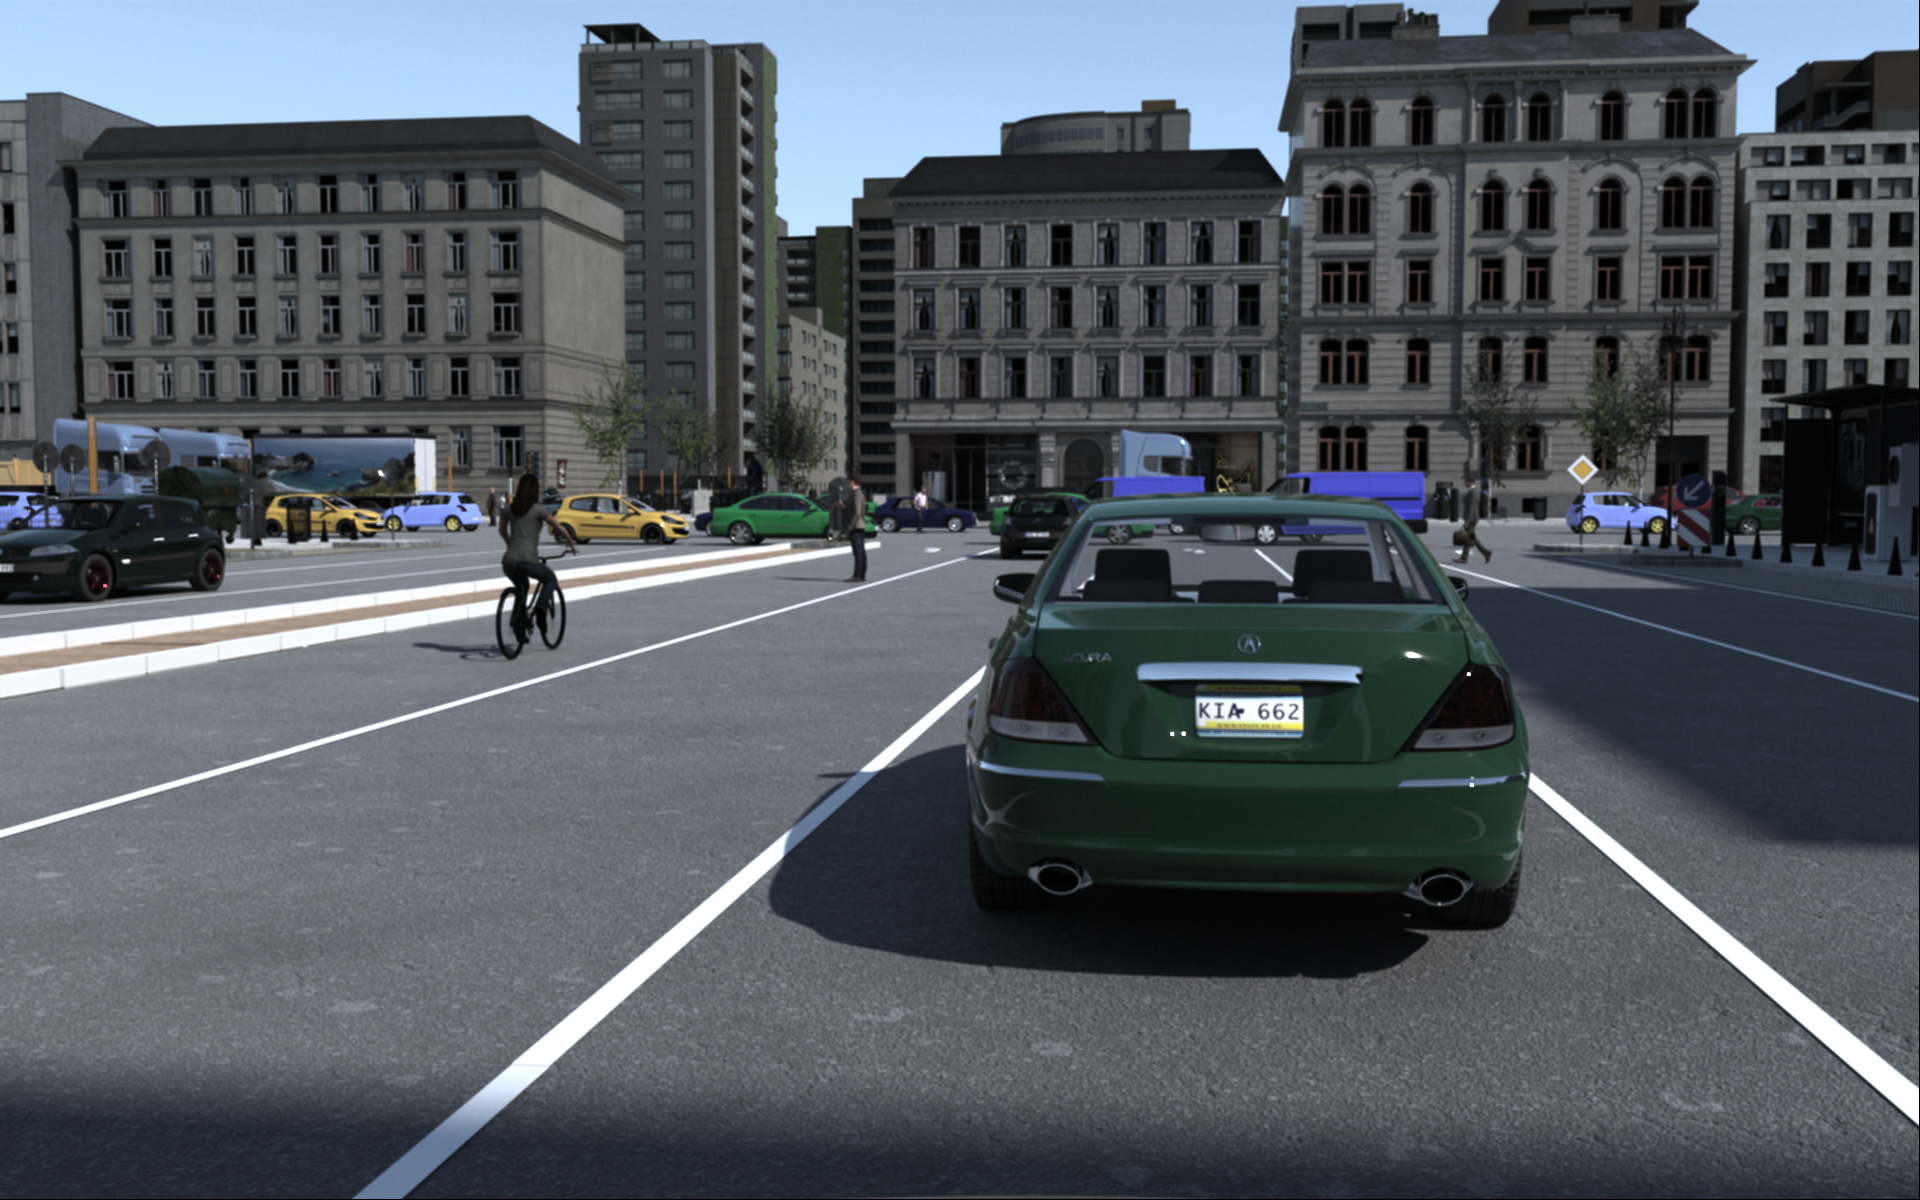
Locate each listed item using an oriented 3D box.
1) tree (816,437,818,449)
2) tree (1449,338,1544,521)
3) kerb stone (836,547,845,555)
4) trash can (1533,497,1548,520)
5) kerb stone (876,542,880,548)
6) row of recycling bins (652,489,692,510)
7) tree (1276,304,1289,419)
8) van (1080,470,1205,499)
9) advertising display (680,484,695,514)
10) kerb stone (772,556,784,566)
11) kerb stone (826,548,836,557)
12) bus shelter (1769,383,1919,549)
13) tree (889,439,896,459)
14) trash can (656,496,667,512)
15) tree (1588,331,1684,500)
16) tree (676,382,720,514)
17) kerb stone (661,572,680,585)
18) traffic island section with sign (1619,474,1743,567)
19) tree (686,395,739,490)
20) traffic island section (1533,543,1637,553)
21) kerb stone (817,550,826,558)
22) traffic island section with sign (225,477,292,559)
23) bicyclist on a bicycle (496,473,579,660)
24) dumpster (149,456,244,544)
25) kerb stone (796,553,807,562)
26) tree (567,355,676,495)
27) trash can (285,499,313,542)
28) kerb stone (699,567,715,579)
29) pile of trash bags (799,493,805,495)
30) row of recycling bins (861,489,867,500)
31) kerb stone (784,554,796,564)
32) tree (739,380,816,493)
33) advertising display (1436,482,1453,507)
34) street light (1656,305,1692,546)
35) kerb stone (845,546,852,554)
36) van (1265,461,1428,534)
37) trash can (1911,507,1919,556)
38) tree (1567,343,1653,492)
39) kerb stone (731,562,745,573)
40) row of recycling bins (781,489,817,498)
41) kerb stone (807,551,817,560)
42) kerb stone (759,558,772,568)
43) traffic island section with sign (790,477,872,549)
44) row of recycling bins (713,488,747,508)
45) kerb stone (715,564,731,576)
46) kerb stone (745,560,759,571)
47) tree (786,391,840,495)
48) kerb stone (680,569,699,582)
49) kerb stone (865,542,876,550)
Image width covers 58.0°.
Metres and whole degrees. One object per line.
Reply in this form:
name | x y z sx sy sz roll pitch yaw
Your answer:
tree | -11.703 -10.339 119.401 4.360 8.622 3.978 0 3 0
tree | 25.507 -8.079 82.459 4.360 8.622 3.978 0 3 0
kerb stone | -2.940 -1.140 40.841 0.120 0.150 1.000 0 4 8
trash can | 28.558 -4.501 85.236 0.748 1.137 0.748 0 3 0
kerb stone | -2.265 -1.452 45.934 0.120 0.150 1.000 0 4 8
row of recycling bins | -22.781 -7.977 137.541 3.534 1.692 1.069 0 4 7
tree | 38.340 -19.865 180.683 12.611 20.169 13.585 0 3 0
van | 6.037 -3.442 60.654 5.245 2.365 2.240 1 4 9
advertising display | -17.242 -6.382 109.552 0.974 1.923 0.123 1 4 13
kerb stone | -3.747 -0.766 34.724 0.120 0.150 1.000 0 4 8
kerb stone | -3.075 -1.078 39.822 0.120 0.150 1.000 0 4 8
bus shelter | 20.453 -2.965 39.763 1.731 3.624 6.357 0 4 7
tree | -3.948 -12.288 151.269 4.737 8.622 4.395 0 3 0
trash can | -20.723 -6.642 120.254 0.748 1.137 0.748 0 3 0
tree | 30.851 -7.843 78.600 4.360 8.622 3.978 0 3 0
tree | -17.824 -9.877 111.857 4.737 8.622 4.395 0 3 0
kerb stone | -4.699 -0.328 27.560 0.120 0.150 1.000 0 4 8
traffic island section with sign | 14.402 -1.601 34.804 1.989 1.847 2.006 0 4 8
tree | -18.322 -10.865 128.001 4.360 8.622 3.978 0 3 0
traffic island section | 15.511 -1.280 43.213 2.009 0.180 2.903 0 4 8
kerb stone | -3.215 -1.015 38.805 0.120 0.150 1.000 0 4 8
traffic island section with sign | -16.273 -1.864 39.097 1.989 1.847 2.006 0 4 8
bicyclist on a bicycle | -3.823 -0.332 15.448 1.499 1.676 1.625 0 4 7
dumpster | -19.370 -2.536 43.954 1.502 2.255 1.985 0 4 7
kerb stone | -3.474 -0.891 36.766 0.120 0.150 1.000 0 4 8
tree | -18.142 -8.598 90.933 4.737 8.622 4.395 0 3 0
trash can | -17.766 -2.134 46.544 0.748 1.137 0.748 0 3 0
kerb stone | -4.425 -0.453 29.601 0.120 0.150 1.000 0 4 8
pile of trash bags | -13.064 -7.408 130.875 3.447 1.369 1.912 -3 5 -44
row of recycling bins | -8.639 -7.699 132.983 3.534 1.692 1.069 2 4 33
kerb stone | -3.614 -0.829 35.748 0.120 0.150 1.000 0 4 8
tree | -11.672 -9.841 111.261 4.360 8.622 3.978 0 3 0
advertising display | 25.255 -5.206 90.329 0.974 1.923 0.123 -1 4 -19
street light | 17.453 -4.262 42.476 0.468 5.910 1.993 0 4 8
kerb stone | -2.803 -1.195 41.860 0.120 0.150 1.000 0 4 8
van | 10.260 -2.685 48.276 5.245 2.365 2.240 0 4 6
trash can | 19.973 -1.482 35.886 0.748 1.137 0.748 0 3 0
tree | 31.469 -8.166 83.875 4.737 8.622 4.395 0 3 0
kerb stone | -4.159 -0.575 31.648 0.120 0.150 1.000 0 4 8
row of recycling bins | -13.051 -8.162 140.557 3.534 1.692 1.069 2 4 32
kerb stone | -3.339 -0.951 37.785 0.120 0.150 1.000 0 4 8
kerb stone | -3.881 -0.700 33.706 0.120 0.150 1.000 0 4 8
traffic island section with sign | -3.305 -2.312 45.942 2.006 1.907 1.989 0 4 8
row of recycling bins | -16.322 -7.129 123.675 3.534 1.692 1.069 3 4 37
kerb stone | -4.291 -0.515 30.620 0.120 0.150 1.000 0 4 8
kerb stone | -4.022 -0.641 32.682 0.120 0.150 1.000 0 4 8
tree | -10.922 -10.681 124.993 4.737 8.622 4.395 0 3 0
kerb stone | -4.557 -0.391 28.582 0.120 0.150 1.000 0 4 8
kerb stone | -2.404 -1.390 44.916 0.120 0.150 1.000 0 4 8
